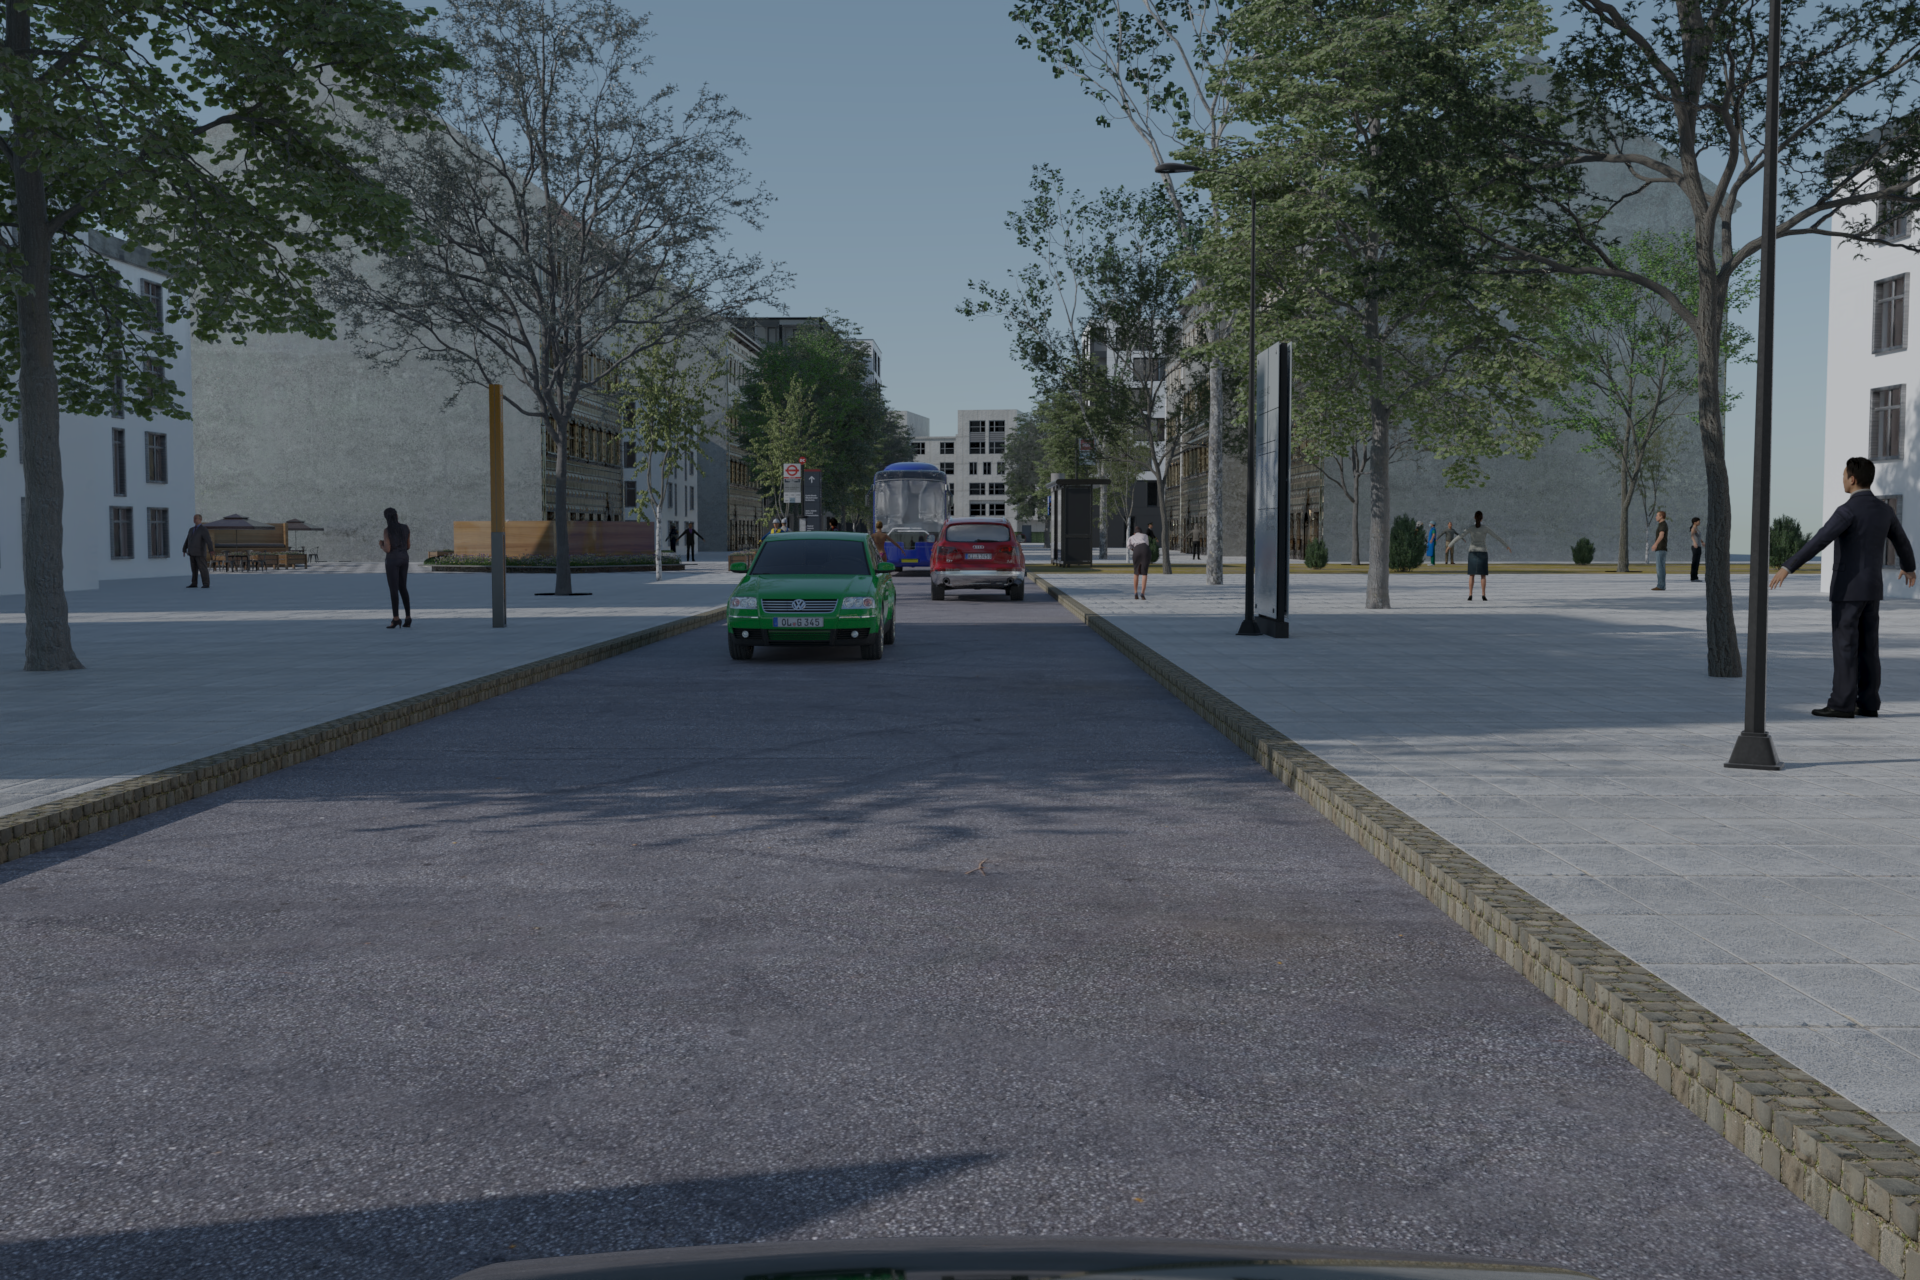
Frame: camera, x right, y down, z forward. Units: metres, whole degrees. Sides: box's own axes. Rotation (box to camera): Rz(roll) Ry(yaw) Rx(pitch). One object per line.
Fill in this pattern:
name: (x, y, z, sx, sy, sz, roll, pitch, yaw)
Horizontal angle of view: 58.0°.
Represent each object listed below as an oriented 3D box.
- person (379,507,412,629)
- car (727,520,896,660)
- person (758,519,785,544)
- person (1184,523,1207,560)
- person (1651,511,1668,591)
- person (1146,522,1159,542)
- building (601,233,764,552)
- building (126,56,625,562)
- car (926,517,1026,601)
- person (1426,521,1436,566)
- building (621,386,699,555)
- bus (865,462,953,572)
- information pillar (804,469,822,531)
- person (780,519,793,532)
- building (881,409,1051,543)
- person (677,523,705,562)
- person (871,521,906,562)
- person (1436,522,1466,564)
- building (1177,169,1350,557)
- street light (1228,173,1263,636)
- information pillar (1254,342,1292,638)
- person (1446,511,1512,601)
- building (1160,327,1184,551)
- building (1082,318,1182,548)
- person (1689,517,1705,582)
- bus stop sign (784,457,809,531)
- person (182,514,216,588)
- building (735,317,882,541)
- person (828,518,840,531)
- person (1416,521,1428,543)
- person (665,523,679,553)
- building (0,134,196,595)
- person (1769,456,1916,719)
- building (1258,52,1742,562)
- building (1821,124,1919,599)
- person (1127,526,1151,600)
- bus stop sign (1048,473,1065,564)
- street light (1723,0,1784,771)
person: (-7.702, -0.985, 23.620, 0.415, 1.643, 0.593, -1, 4, -9)
car: (-1.742, -0.756, 21.156, 1.959, 1.807, 4.718, 0, 4, 0)
person: (-5.969, -3.029, 55.990, 1.216, 1.772, 0.721, 1, 4, 17)
person: (11.808, -4.911, 86.427, 1.348, 1.813, 0.705, 1, 4, 18)
person: (15.900, -2.027, 39.357, 0.705, 1.803, 1.348, 2, 4, 27)
person: (8.960, -4.614, 81.370, 0.705, 1.837, 1.347, 2, 4, 30)
building: (-25.901, -18.599, 135.016, 19.493, 23.208, 18.063, 0, 4, 1)
building: (-27.984, -15.644, 86.710, 19.493, 23.208, 18.063, 0, 4, 0)
car: (0.366, -1.845, 38.840, 2.281, 1.827, 5.304, 0, 4, 0)
person: (19.019, -3.897, 69.846, 0.704, 1.817, 1.347, 1, 4, 11)
building: (-21.426, -10.399, 112.173, 9.099, 9.664, 28.070, 0, 4, 0)
bus: (-1.650, -4.366, 62.928, 2.896, 3.916, 12.251, 0, 4, 0)
information pillar: (-5.893, -4.898, 69.464, 0.750, 3.857, 0.750, 0, 4, 2)
person: (-6.466, -3.542, 63.772, 1.347, 1.847, 0.705, 0, 4, -2)
building: (1.139, -23.493, 253.026, 31.486, 18.905, 16.747, 1, 4, 10)
person: (-12.531, -4.546, 80.558, 1.346, 1.802, 0.704, -1, 4, -19)
person: (-1.853, -1.868, 39.807, 1.217, 1.733, 0.721, 0, 4, -4)
person: (20.810, -4.115, 73.548, 1.348, 1.796, 0.705, 0, 4, -4)
building: (23.989, -16.868, 106.727, 19.493, 23.208, 18.063, 0, 4, 1)
street light: (4.215, -3.013, 21.807, 1.470, 5.913, 1.316, 0, 4, 0)
information pillar: (3.971, -1.878, 22.018, 0.184, 3.620, 1.656, 0, 4, 1)
person: (9.963, -1.619, 33.294, 1.217, 1.735, 0.721, 1, 4, 19)
building: (25.913, -18.393, 131.650, 19.493, 23.208, 18.063, 0, 4, 0)
building: (26.413, -20.554, 180.035, 27.936, 21.610, 32.646, 0, 4, 1)
person: (19.845, -2.428, 46.507, 0.721, 1.737, 1.217, 2, 4, 33)
bus stop sign: (-5.656, -4.355, 59.902, 0.855, 3.939, 0.416, 0, 4, 2)
person: (-18.103, -2.112, 41.123, 0.990, 1.755, 0.434, 2, 4, 26)
building: (-23.071, -20.530, 179.632, 27.936, 21.610, 32.646, 0, 4, 1)
person: (-4.402, -3.282, 59.799, 0.704, 1.843, 1.345, 3, 4, 37)
person: (20.571, -4.386, 77.475, 0.705, 1.858, 1.354, 2, 4, 35)
person: (-14.507, -4.994, 87.427, 0.705, 1.856, 1.354, -2, 4, -34)
building: (-24.555, -6.000, 40.254, 9.099, 9.664, 28.070, 0, 4, 0)
person: (6.261, -0.373, 12.147, 1.345, 1.823, 0.704, -1, 4, -22)
building: (26.046, -15.753, 88.486, 19.493, 23.208, 18.063, 0, 4, 1)
building: (23.316, -5.014, 24.127, 9.099, 9.664, 28.070, 0, 4, 1)
person: (3.534, -1.509, 33.908, 0.628, 1.438, 0.799, -2, 4, -31)
bus stop sign: (4.251, -5.268, 75.140, 0.837, 3.901, 0.837, 0, 4, 0)
street light: (4.922, -2.252, 9.363, 1.470, 5.913, 1.316, 0, 4, 1)
